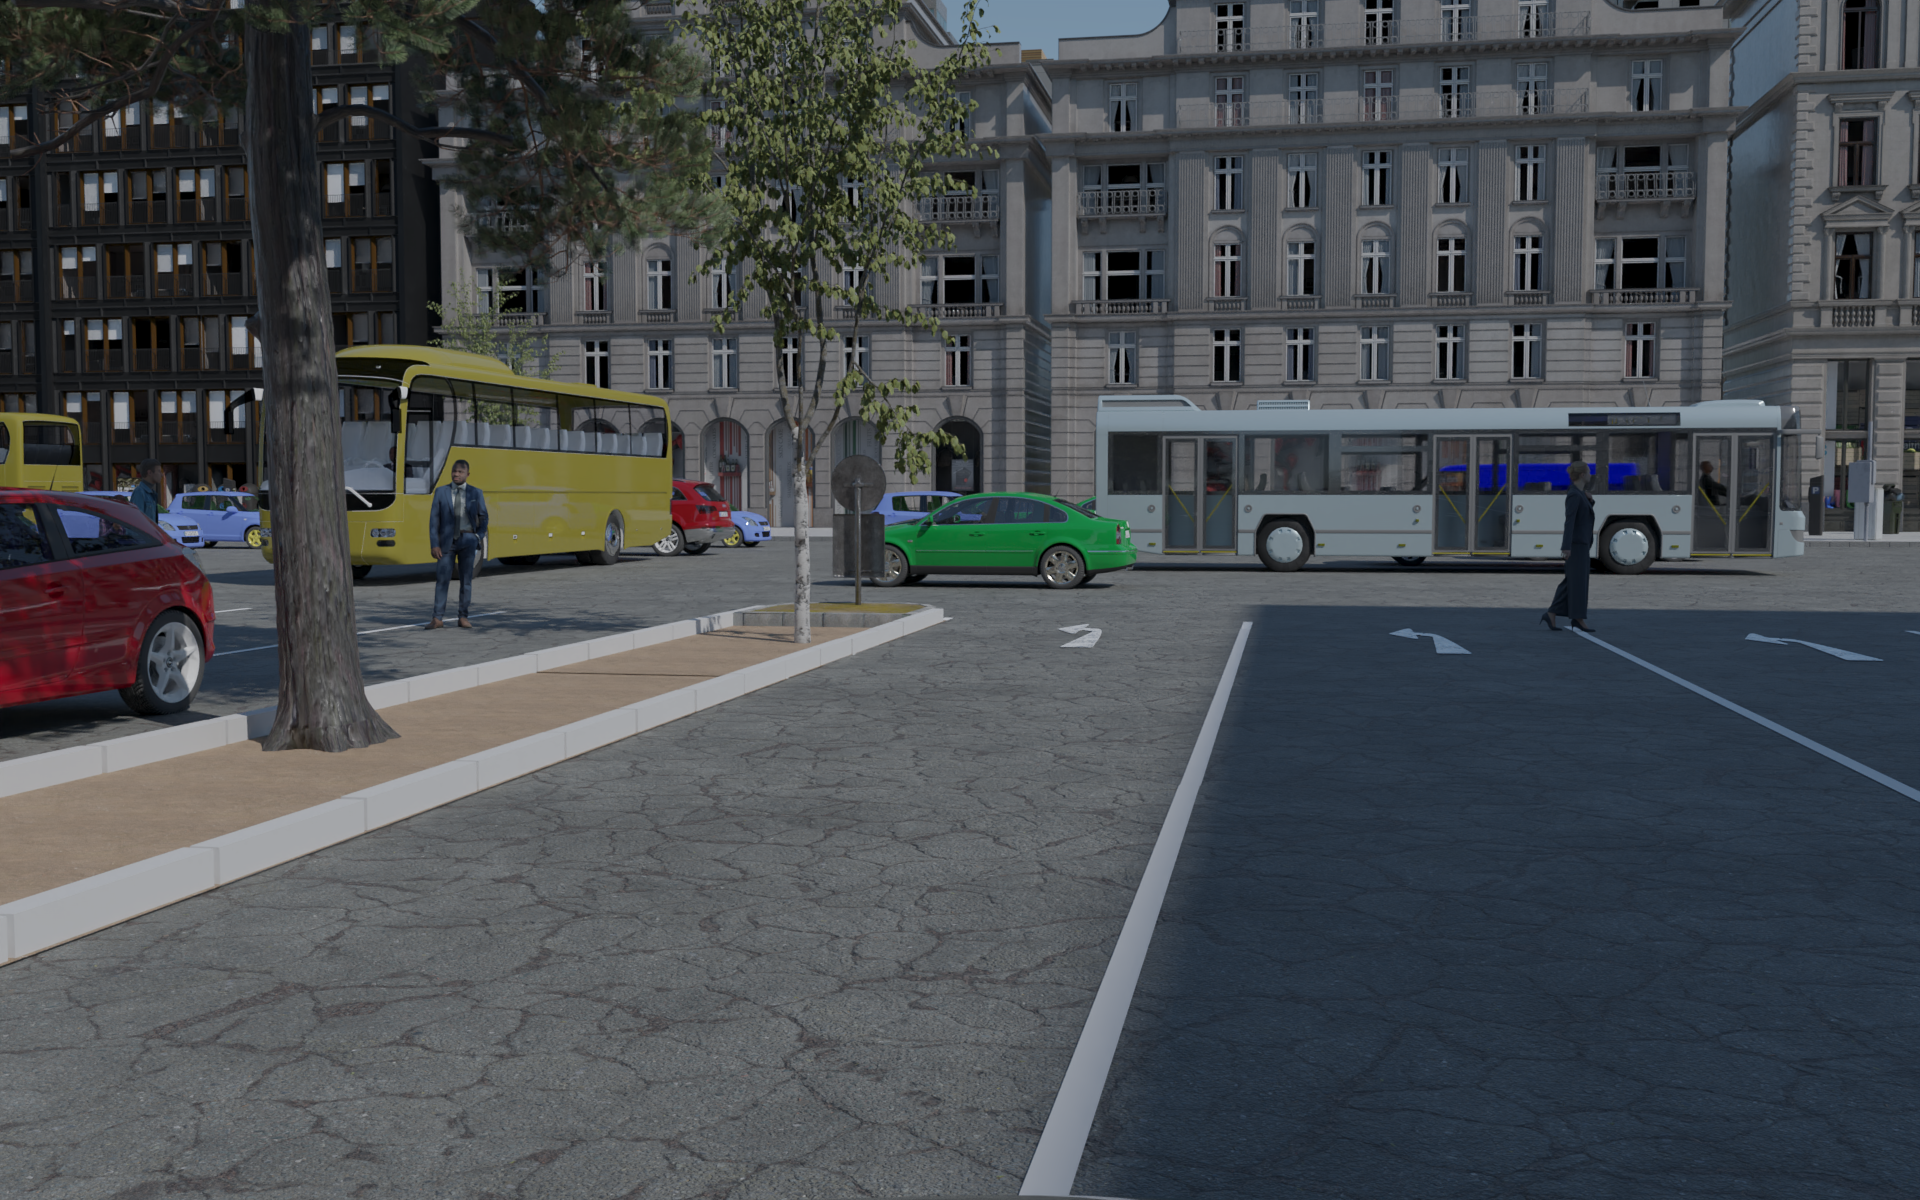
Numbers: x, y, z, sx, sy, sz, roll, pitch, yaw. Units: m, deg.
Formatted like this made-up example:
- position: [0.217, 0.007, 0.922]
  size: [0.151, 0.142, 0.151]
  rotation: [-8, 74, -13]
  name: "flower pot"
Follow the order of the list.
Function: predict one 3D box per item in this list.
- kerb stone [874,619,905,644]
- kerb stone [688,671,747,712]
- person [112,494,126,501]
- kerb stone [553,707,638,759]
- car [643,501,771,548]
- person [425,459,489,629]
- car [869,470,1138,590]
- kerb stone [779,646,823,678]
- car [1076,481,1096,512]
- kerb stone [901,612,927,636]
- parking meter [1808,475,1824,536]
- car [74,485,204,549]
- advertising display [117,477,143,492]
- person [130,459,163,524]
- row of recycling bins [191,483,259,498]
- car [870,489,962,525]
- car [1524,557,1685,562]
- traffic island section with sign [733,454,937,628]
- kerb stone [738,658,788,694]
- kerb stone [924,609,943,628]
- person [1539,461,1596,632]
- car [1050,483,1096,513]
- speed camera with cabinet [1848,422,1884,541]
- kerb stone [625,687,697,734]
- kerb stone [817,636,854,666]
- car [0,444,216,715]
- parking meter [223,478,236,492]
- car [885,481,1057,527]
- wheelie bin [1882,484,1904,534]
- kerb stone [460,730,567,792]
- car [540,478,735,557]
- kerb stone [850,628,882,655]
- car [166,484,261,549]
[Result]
- position: [-0.729, 0.326, 16.913]
  size: [0.120, 0.150, 1.000]
  rotation: [1, 4, 11]
  name: "kerb stone"
- position: [-1.690, 0.632, 11.856]
  size: [0.120, 0.150, 1.000]
  rotation: [1, 4, 11]
  name: "kerb stone"
- position: [-9.108, -0.432, 18.800]
  size: [0.421, 1.427, 0.697]
  rotation: [-2, 4, -26]
  name: "person"
- position: [-2.087, 0.758, 9.841]
  size: [0.120, 0.150, 1.000]
  rotation: [1, 4, 11]
  name: "kerb stone"
- position: [-6.964, -2.283, 46.919]
  size: [3.694, 1.707, 1.945]
  rotation: [1, 4, 12]
  name: "car"
- position: [-5.413, -0.605, 18.581]
  size: [0.721, 1.800, 0.419]
  rotation: [-2, 4, -25]
  name: "person"
- position: [0.396, -1.116, 27.050]
  size: [4.718, 1.807, 1.959]
  rotation: [1, 4, 13]
  name: "car"
- position: [-1.313, 0.511, 13.881]
  size: [0.120, 0.150, 1.000]
  rotation: [1, 4, 11]
  name: "kerb stone"
- position: [4.713, -2.284, 46.139]
  size: [4.718, 1.807, 1.959]
  rotation: [1, 4, 9]
  name: "car"
- position: [-0.530, 0.261, 17.922]
  size: [0.120, 0.150, 1.000]
  rotation: [1, 4, 11]
  name: "kerb stone"
- position: [26.435, -2.923, 53.506]
  size: [0.399, 1.863, 0.255]
  rotation: [3, 5, 39]
  name: "parking meter"
- position: [-19.860, -1.925, 41.068]
  size: [3.694, 1.707, 1.945]
  rotation: [1, 4, 11]
  name: "car"
- position: [-32.093, -3.783, 67.064]
  size: [0.974, 1.923, 0.123]
  rotation: [-1, 4, -15]
  name: "advertising display"
- position: [-8.183, -0.517, 17.302]
  size: [0.444, 1.785, 0.601]
  rotation: [-1, 4, -13]
  name: "person"
- position: [-27.971, -3.664, 67.016]
  size: [3.534, 1.692, 1.069]
  rotation: [0, 4, 1]
  name: "row of recycling bins"
- position: [-0.351, -1.892, 40.520]
  size: [3.694, 1.707, 1.945]
  rotation: [1, 4, 13]
  name: "car"
- position: [13.991, -1.748, 37.624]
  size: [4.494, 1.783, 2.155]
  rotation: [1, 4, 13]
  name: "car"
- position: [-1.294, -0.691, 19.442]
  size: [2.006, 1.907, 1.989]
  rotation: [1, 4, 11]
  name: "traffic island section with sign"
- position: [-1.501, 0.570, 12.870]
  size: [0.120, 0.150, 1.000]
  rotation: [1, 4, 11]
  name: "kerb stone"
- position: [-0.340, 0.202, 18.933]
  size: [0.120, 0.150, 1.000]
  rotation: [1, 4, 11]
  name: "kerb stone"
- position: [6.370, -0.557, 18.023]
  size: [0.534, 1.772, 0.576]
  rotation: [0, 4, 2]
  name: "person"
- position: [1.186, -2.135, 43.706]
  size: [4.718, 1.807, 1.959]
  rotation: [1, 4, 10]
  name: "car"
- position: [25.117, -3.283, 48.017]
  size: [0.660, 3.252, 2.038]
  rotation: [3, 4, 37]
  name: "speed camera with cabinet"
- position: [-1.889, 0.694, 10.848]
  size: [0.120, 0.150, 1.000]
  rotation: [1, 4, 11]
  name: "kerb stone"
- position: [-1.119, 0.449, 14.894]
  size: [0.120, 0.150, 1.000]
  rotation: [1, 4, 11]
  name: "kerb stone"
- position: [-6.261, -0.060, 10.016]
  size: [2.155, 1.783, 4.494]
  rotation: [1, 4, 11]
  name: "car"
- position: [-27.133, -3.589, 64.387]
  size: [0.399, 1.863, 0.255]
  rotation: [0, 4, 8]
  name: "parking meter"
- position: [0.258, -1.411, 32.857]
  size: [4.222, 1.686, 2.009]
  rotation: [1, 4, 9]
  name: "car"
- position: [29.720, -2.904, 55.388]
  size: [0.980, 1.594, 0.693]
  rotation: [-2, 4, -33]
  name: "wheelie bin"
- position: [-2.280, 0.817, 8.832]
  size: [0.120, 0.150, 1.000]
  rotation: [1, 4, 11]
  name: "kerb stone"
- position: [-7.977, -1.967, 40.832]
  size: [5.304, 1.827, 2.281]
  rotation: [1, 4, 12]
  name: "car"
- position: [-0.917, 0.390, 15.901]
  size: [0.120, 0.150, 1.000]
  rotation: [1, 4, 11]
  name: "kerb stone"
- position: [-19.168, -2.213, 45.777]
  size: [3.694, 1.707, 1.945]
  rotation: [1, 4, 10]
  name: "car"
